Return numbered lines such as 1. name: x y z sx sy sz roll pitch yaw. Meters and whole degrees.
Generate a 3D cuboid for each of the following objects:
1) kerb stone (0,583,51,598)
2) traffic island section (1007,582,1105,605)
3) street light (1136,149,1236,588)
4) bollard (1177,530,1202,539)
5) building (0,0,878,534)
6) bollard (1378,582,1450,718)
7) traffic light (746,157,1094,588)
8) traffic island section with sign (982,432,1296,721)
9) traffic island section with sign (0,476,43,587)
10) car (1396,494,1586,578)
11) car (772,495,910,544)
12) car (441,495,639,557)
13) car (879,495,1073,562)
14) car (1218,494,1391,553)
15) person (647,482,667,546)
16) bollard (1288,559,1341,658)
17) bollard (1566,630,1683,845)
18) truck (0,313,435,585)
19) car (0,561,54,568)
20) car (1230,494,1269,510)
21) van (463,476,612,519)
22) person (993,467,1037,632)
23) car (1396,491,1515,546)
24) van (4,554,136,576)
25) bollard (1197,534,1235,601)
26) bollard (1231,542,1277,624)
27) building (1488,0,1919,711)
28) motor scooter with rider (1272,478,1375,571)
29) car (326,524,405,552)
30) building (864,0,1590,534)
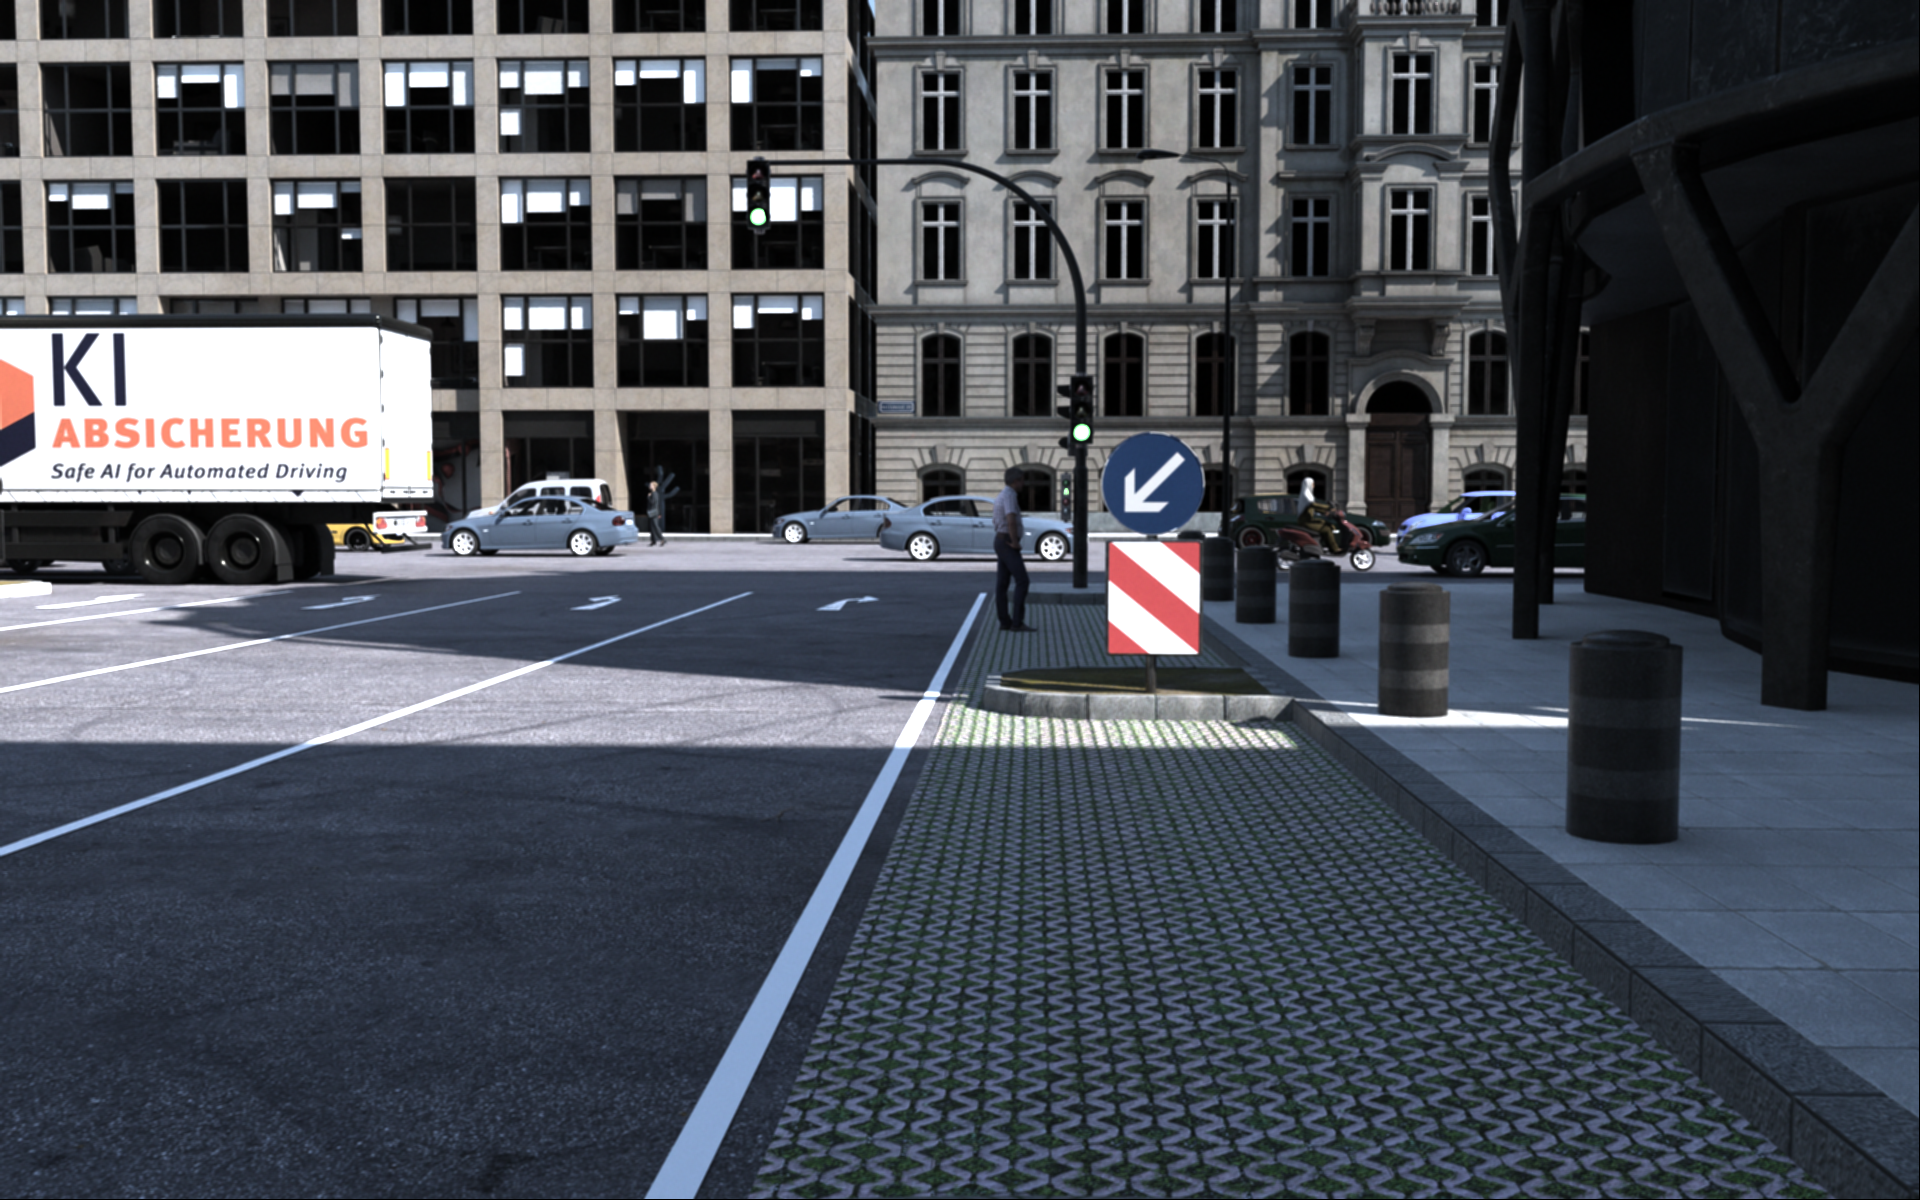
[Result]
1. kerb stone: -13.231 -0.144 24.554 0.120 0.150 1.000 0 4 2
2. traffic island section: 1.658 -0.086 23.692 2.009 0.180 2.903 0 4 2
3. street light: 3.079 -3.116 23.494 1.470 5.913 1.316 0 4 2
4. bollard: 3.268 -0.598 24.497 0.404 0.777 0.398 0 3 0
5. building: -20.162 -15.911 64.667 34.151 26.468 19.350 0 4 2
6. bollard: 2.648 0.282 10.108 0.404 0.777 0.398 0 3 0
7. traffic light: -0.476 -2.988 23.528 4.771 5.953 1.251 0 4 2
8. traffic island section with sign: 1.159 -0.196 11.832 1.989 1.847 2.006 0 4 2
9. traffic island section with sign: -14.274 -1.008 24.614 2.006 1.907 1.989 0 4 2
10. car: 10.160 -1.134 30.338 4.920 1.459 2.131 0 4 4
11. car: -3.205 -2.342 50.297 4.499 1.417 2.014 0 4 4
12. car: -9.765 -1.726 40.223 4.499 1.417 2.014 0 4 4
13. car: 0.516 -1.547 37.297 4.499 1.417 2.014 0 4 4
14. car: 8.530 -2.031 42.992 4.222 1.686 2.009 0 4 3
15. person: -8.353 -2.364 47.573 0.534 1.772 0.576 -1 4 -21
16. bollard: 2.804 0.062 13.708 0.404 0.777 0.398 0 3 0
17. bollard: 2.496 0.502 6.512 0.404 0.777 0.398 0 3 0
18. truck: -14.527 -2.408 28.290 11.283 4.237 2.839 0 4 2
19. car: -19.865 -1.538 34.184 4.494 1.783 2.155 0 4 4
20. car: 9.045 -2.229 46.661 3.980 1.641 2.015 0 4 4
21. van: -11.697 -2.500 47.881 4.112 2.044 2.013 0 4 2
22. person: 0.568 -0.532 18.144 0.436 1.711 0.756 0 4 -3
23. car: 12.196 -1.911 40.834 3.694 1.707 1.945 0 4 2
24. van: -15.919 -1.470 31.044 4.112 2.044 2.013 0 4 4
25. bollard: 3.115 -0.378 20.900 0.404 0.777 0.398 0 3 0
26. bollard: 2.958 -0.158 17.304 0.404 0.777 0.398 0 3 0
27. building: 12.961 -8.935 13.535 16.820 18.784 16.811 0 4 2
28. motor scooter with rider: 6.733 -1.421 32.191 1.986 1.779 0.876 0 4 2
29. car: -16.042 -2.041 43.596 3.980 1.641 2.015 0 4 2
30. building: 14.330 -14.774 60.647 34.723 24.649 14.460 0 4 2
